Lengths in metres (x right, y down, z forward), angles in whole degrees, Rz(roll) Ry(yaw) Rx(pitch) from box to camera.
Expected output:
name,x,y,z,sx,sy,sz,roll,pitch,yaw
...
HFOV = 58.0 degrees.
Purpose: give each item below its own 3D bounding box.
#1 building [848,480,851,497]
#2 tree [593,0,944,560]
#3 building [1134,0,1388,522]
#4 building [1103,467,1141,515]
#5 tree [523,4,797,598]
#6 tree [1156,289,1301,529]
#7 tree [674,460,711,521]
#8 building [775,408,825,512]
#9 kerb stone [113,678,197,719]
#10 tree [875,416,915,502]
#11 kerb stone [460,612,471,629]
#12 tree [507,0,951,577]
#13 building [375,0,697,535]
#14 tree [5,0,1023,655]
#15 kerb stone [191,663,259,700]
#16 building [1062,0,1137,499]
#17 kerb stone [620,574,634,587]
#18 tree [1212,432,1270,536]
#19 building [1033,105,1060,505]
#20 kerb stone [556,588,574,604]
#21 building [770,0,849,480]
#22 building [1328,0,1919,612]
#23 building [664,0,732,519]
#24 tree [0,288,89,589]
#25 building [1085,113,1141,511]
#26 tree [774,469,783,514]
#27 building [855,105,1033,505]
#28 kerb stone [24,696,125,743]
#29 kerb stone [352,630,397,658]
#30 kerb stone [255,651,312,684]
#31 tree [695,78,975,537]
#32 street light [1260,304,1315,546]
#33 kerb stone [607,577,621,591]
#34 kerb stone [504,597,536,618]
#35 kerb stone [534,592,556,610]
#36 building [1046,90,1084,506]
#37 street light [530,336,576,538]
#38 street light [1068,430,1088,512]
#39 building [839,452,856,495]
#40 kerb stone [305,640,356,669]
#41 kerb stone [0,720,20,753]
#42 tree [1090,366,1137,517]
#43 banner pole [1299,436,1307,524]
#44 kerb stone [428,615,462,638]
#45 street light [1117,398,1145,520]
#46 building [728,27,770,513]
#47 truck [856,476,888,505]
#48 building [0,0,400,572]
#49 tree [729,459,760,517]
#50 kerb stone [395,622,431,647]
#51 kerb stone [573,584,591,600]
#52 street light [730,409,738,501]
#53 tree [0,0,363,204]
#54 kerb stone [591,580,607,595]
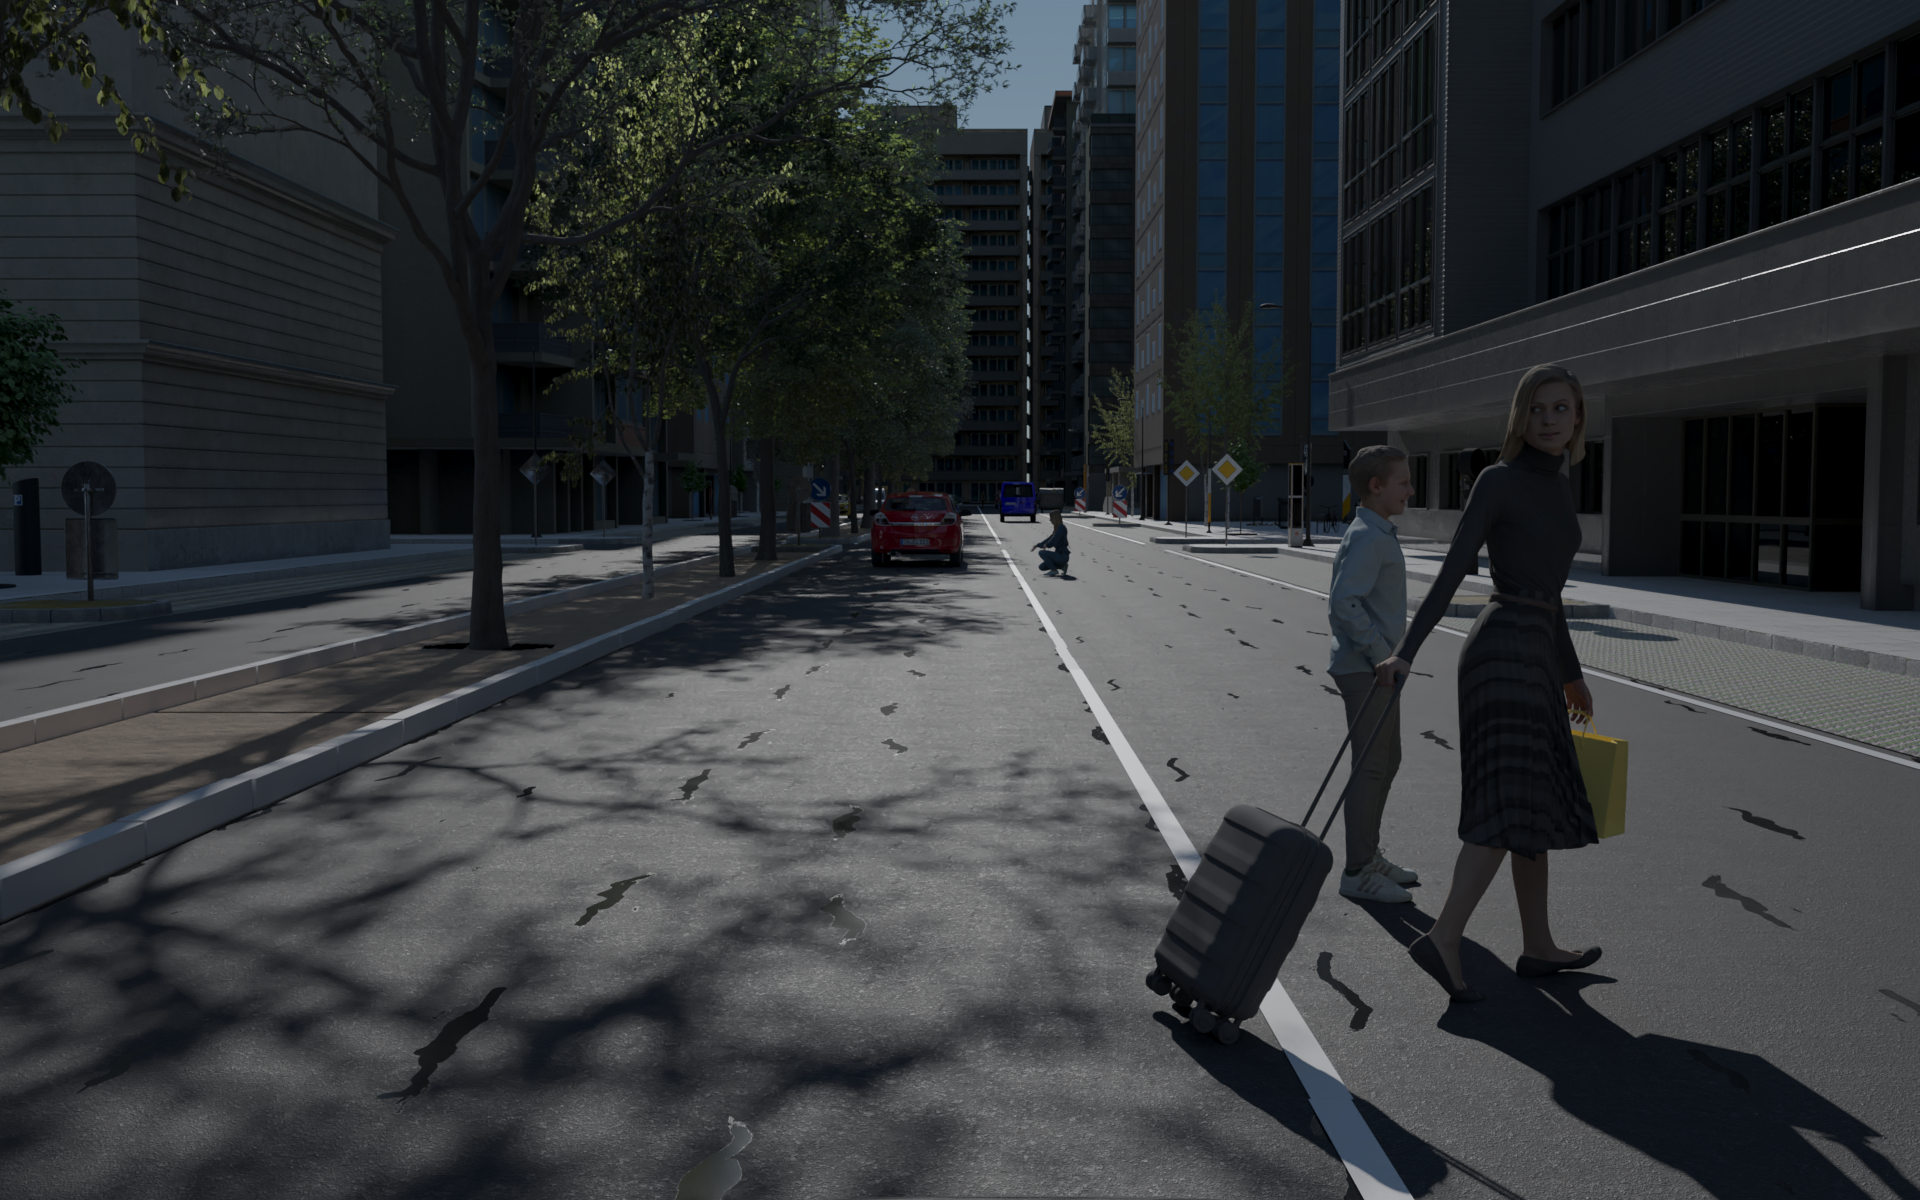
name,x,y,z,sx,sy,sz,roll,pitch,yaw
building,-25.272,-32.579,224.546,23.993,40.220,32.217,0,4,0
tree,-4.256,-7.145,37.402,7.486,12.596,7.792,0,3,0
building,16.269,-26.628,85.485,14.600,45.320,14.200,0,4,0
building,26.056,-25.734,112.630,32.217,40.220,23.993,0,4,0
tree,-4.306,-4.343,23.824,4.360,8.622,3.978,0,3,0
tree,9.999,-6.884,62.922,4.737,8.622,4.395,0,3,0
tree,-12.801,-5.410,83.058,1.663,3.219,1.824,0,3,0
building,-25.246,-18.079,140.635,27.650,21.520,28.899,0,4,0
kerb stone,-5.330,0.659,11.418,0.120,0.150,1.000,0,4,0
tree,-3.936,-7.781,80.032,4.737,8.622,4.395,0,3,0
kerb stone,-5.285,0.224,18.596,0.120,0.150,1.000,0,4,0
tree,-3.981,-5.686,29.832,8.767,10.594,7.601,0,4,0
building,-22.468,-25.183,66.370,22.147,44.769,28.867,0,4,0
tree,-4.311,-6.274,15.406,12.009,13.543,11.850,0,3,0
kerb stone,-5.324,0.598,12.445,0.120,0.150,1.000,0,4,0
building,21.673,-32.858,156.834,23.786,49.044,30.456,0,4,0
kerb stone,-5.240,-0.279,26.805,0.120,0.150,1.000,0,4,0
tree,8.634,-3.634,54.016,1.663,3.219,1.824,0,3,0
building,19.425,-36.434,219.399,21.600,48.544,21.300,0,4,0
kerb stone,-5.263,-0.026,22.692,0.120,0.150,1.000,0,4,0
building,-25.784,-35.388,167.829,28.713,52.752,27.495,0,4,0
building,15.831,-12.704,26.775,14.314,24.678,30.058,0,4,0
building,-20.656,-27.261,95.822,14.600,45.320,14.200,0,4,0
tree,-13.579,-2.431,23.465,4.285,4.588,4.351,0,3,0
building,16.622,-22.204,134.741,14.160,30.474,14.107,0,4,0
tree,-12.188,-7.226,112.751,1.663,3.219,1.824,0,3,0
building,-2.310,-36.438,219.460,21.600,48.544,21.300,0,4,0
kerb stone,-5.334,0.722,10.393,0.120,0.150,1.000,0,4,0
kerb stone,-5.302,0.408,15.530,0.120,0.150,1.000,0,4,0
kerb stone,-5.316,0.535,13.477,0.120,0.150,1.000,0,4,0
tree,-4.088,-8.867,54.089,9.857,13.997,8.962,0,3,0
street light,8.011,-4.273,42.401,1.470,5.913,1.316,0,4,0
kerb stone,-5.242,-0.213,25.769,0.120,0.150,1.000,0,4,0
kerb stone,-5.273,0.095,20.644,0.120,0.150,1.000,0,4,0
kerb stone,-5.268,0.032,21.666,0.120,0.150,1.000,0,4,0
building,20.622,-32.535,186.577,22.147,44.769,28.867,0,4,0
street light,-11.939,-4.790,50.860,1.470,5.913,1.316,0,4,0
street light,8.552,-9.365,125.664,1.470,5.913,1.316,0,4,0
building,-18.909,-31.288,195.150,14.086,41.232,14.154,0,4,0
kerb stone,-5.313,0.472,14.498,0.120,0.150,1.000,0,4,0
kerb stone,-5.337,0.784,9.371,0.120,0.150,1.000,0,4,0
tree,9.619,-9.070,98.663,4.360,8.622,3.978,0,3,0
banner pole,14.766,-5.154,74.284,0.863,3.779,0.401,-2,4,-34
kerb stone,-5.288,0.283,17.573,0.120,0.150,1.000,0,4,0
street light,8.337,-6.834,84.273,1.470,5.913,1.316,0,4,0
building,-20.510,-26.572,118.048,14.154,41.232,14.086,0,4,0
truck,-6.725,-9.050,143.889,3.469,3.379,9.791,0,4,0
building,-30.284,-13.189,34.728,34.723,24.649,14.460,0,4,0
tree,-12.210,-6.202,95.998,1.663,3.219,1.824,0,3,0
kerb stone,-5.293,0.345,16.551,0.120,0.150,1.000,0,4,0
kerb stone,-5.255,-0.093,23.713,0.120,0.150,1.000,0,4,0
street light,-11.730,-7.342,92.582,1.470,5.913,1.316,0,4,0
tree,-4.291,-3.331,7.285,4.360,8.622,3.978,0,3,0
kerb stone,-5.247,-0.152,24.739,0.120,0.150,1.000,0,4,0
